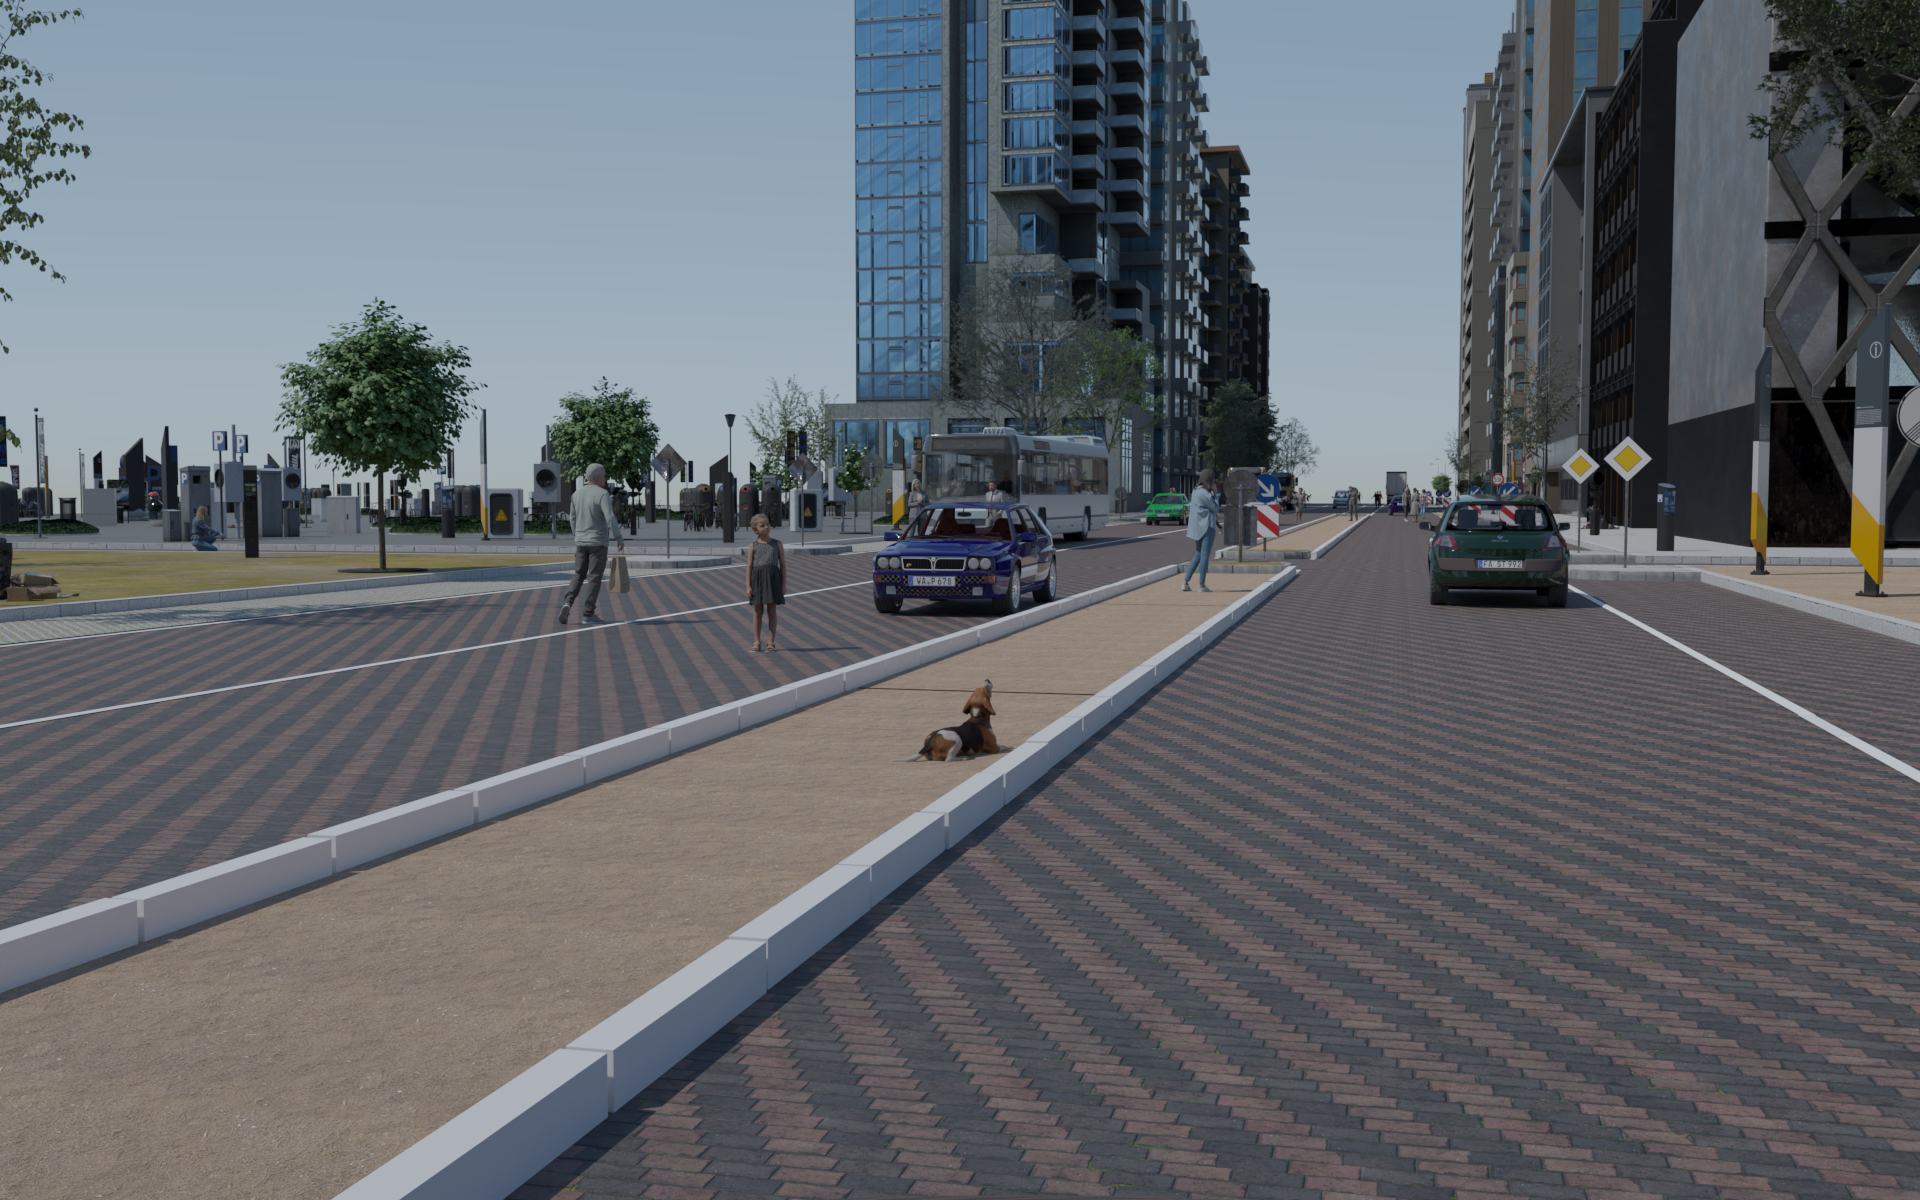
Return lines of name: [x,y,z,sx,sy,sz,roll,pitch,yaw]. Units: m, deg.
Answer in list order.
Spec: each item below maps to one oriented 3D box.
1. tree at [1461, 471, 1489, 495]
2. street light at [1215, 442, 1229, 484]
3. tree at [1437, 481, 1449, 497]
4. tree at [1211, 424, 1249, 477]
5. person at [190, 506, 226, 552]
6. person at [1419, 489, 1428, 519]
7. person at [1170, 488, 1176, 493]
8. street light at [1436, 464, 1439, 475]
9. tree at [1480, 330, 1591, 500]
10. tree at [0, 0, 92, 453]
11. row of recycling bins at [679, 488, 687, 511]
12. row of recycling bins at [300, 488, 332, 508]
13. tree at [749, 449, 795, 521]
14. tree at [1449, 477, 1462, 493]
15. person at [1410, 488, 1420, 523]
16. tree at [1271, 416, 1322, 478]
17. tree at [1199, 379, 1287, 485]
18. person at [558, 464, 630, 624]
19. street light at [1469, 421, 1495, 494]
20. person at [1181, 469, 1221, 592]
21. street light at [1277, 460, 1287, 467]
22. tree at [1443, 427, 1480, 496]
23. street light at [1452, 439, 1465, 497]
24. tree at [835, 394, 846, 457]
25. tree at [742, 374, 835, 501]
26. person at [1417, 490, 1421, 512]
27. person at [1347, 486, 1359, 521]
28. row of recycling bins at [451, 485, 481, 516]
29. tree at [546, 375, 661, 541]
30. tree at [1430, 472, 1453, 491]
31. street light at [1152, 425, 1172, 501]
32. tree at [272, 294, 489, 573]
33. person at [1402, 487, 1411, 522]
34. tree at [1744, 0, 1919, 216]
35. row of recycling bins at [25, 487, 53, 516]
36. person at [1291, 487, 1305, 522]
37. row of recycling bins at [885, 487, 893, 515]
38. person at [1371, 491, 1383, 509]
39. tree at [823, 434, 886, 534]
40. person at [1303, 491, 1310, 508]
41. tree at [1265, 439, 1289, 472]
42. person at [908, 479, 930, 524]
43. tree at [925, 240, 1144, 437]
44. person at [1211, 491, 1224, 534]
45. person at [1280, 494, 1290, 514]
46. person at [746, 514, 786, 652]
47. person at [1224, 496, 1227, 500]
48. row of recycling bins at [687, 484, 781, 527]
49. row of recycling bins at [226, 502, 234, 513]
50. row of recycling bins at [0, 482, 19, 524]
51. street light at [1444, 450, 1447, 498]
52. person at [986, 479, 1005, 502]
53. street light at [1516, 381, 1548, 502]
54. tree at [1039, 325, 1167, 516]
tree: [40.467,-8.591,135.066,1.663,3.219,1.824,0,3,0]
street light: [23.327,-11.133,154.567,1.470,5.913,1.316,1,4,14]
tree: [68.205,-15.329,245.230,1.663,3.219,1.824,0,3,0]
tree: [28.208,-14.042,179.941,4.360,8.622,3.978,0,3,0]
person: [-17.620,-1.622,40.521,0.738,1.151,1.012,-2,4,-26]
person: [26.846,-5.571,100.417,0.563,1.720,0.643,3,5,45]
person: [13.447,-6.170,109.348,0.573,1.828,0.580,2,4,29]
street light: [62.909,-15.542,226.657,1.470,5.913,1.316,1,4,14]
tree: [25.805,-7.765,77.326,4.360,8.622,3.978,0,3,0]
tree: [-11.642,-4.211,19.207,4.737,8.622,4.395,0,3,0]
row of recycling bins: [-17.613,-6.524,113.785,1.069,1.692,3.534,-1,4,-23]
row of recycling bins: [-41.303,-6.353,110.989,3.534,1.692,1.069,3,5,45]
tree: [-8.315,-4.890,74.548,1.663,3.219,1.824,0,3,0]
tree: [51.845,-11.248,178.503,1.663,3.219,1.824,0,3,0]
person: [22.905,-4.782,87.262,0.480,1.755,0.524,-1,4,-11]
tree: [51.327,-21.986,269.834,12.009,13.543,11.850,0,3,0]
tree: [30.622,-17.231,188.384,9.857,13.997,8.962,0,3,0]
person: [-3.999,-0.614,19.022,0.782,1.767,0.515,2,4,29]
street light: [33.242,-8.384,109.622,1.470,5.913,1.316,1,4,14]
person: [3.493,-1.001,25.138,0.793,1.790,0.793,3,5,41]
street light: [43.654,-16.066,235.214,1.470,5.913,1.316,1,4,14]
tree: [55.143,-14.684,190.438,4.360,8.622,3.978,0,3,0]
street light: [42.635,-10.652,146.699,1.470,5.913,1.316,1,4,14]
tree: [-9.851,-10.259,118.098,4.737,8.622,4.395,0,3,0]
tree: [-10.846,-9.489,105.514,4.737,8.622,4.395,0,3,0]
person: [37.569,-8.119,141.688,0.683,1.767,0.568,-1,4,-10]
person: [20.562,-5.038,90.673,0.655,1.846,0.447,3,5,41]
row of recycling bins: [-22.703,-4.394,78.955,1.069,1.692,3.534,-2,4,-34]
tree: [-9.809,-3.935,48.052,4.285,4.588,4.351,0,3,0]
tree: [71.149,-16.634,255.677,4.285,4.588,4.351,0,3,0]
street light: [13.586,-8.825,116.828,1.470,5.913,1.316,1,4,14]
tree: [-9.499,-2.748,28.642,4.285,4.588,4.351,0,3,0]
person: [23.318,-4.980,90.108,0.709,1.800,0.728,0,4,-8]
tree: [10.439,-4.882,14.235,7.601,10.594,8.767,-3,5,-43]
row of recycling bins: [-54.275,-5.804,102.000,1.069,1.692,3.534,-1,4,-11]
person: [17.469,-4.934,89.528,0.716,1.782,0.532,1,4,15]
row of recycling bins: [-3.495,-6.099,106.826,1.069,1.692,3.534,-2,4,-31]
person: [39.442,-9.442,163.700,1.217,1.723,0.721,2,4,31]
tree: [-3.456,-3.726,55.525,1.663,3.219,1.824,0,3,0]
person: [36.341,-10.663,182.925,1.350,1.814,0.705,0,4,7]
tree: [40.215,-16.715,223.653,4.737,8.622,4.395,0,3,0]
person: [-0.993,-2.046,42.135,0.537,1.800,0.526,0,4,-3]
tree: [3.584,-10.588,83.485,12.009,13.543,11.850,0,3,0]
person: [9.062,-3.293,62.180,0.795,1.843,0.661,-2,4,-25]
person: [22.787,-6.706,121.376,0.697,1.427,0.421,0,4,6]
person: [-1.760,-0.158,15.752,0.362,1.253,0.373,0,4,-2]
person: [22.520,-8.199,145.743,0.628,1.438,0.799,1,4,15]
row of recycling bins: [-8.749,-3.723,67.980,3.534,1.692,1.069,0,4,6]
row of recycling bins: [-50.087,-6.816,118.553,1.069,1.692,3.534,2,4,34]
row of recycling bins: [-34.185,-3.323,61.440,1.069,1.692,3.534,-3,4,-37]
street light: [52.185,-12.946,184.203,1.470,5.913,1.316,1,4,14]
person: [0.849,-2.047,42.248,0.678,1.792,0.850,2,4,34]
street light: [23.555,-6.038,71.265,1.470,5.913,1.316,1,4,14]
tree: [8.578,-10.866,103.419,9.928,11.665,9.643,0,3,0]
